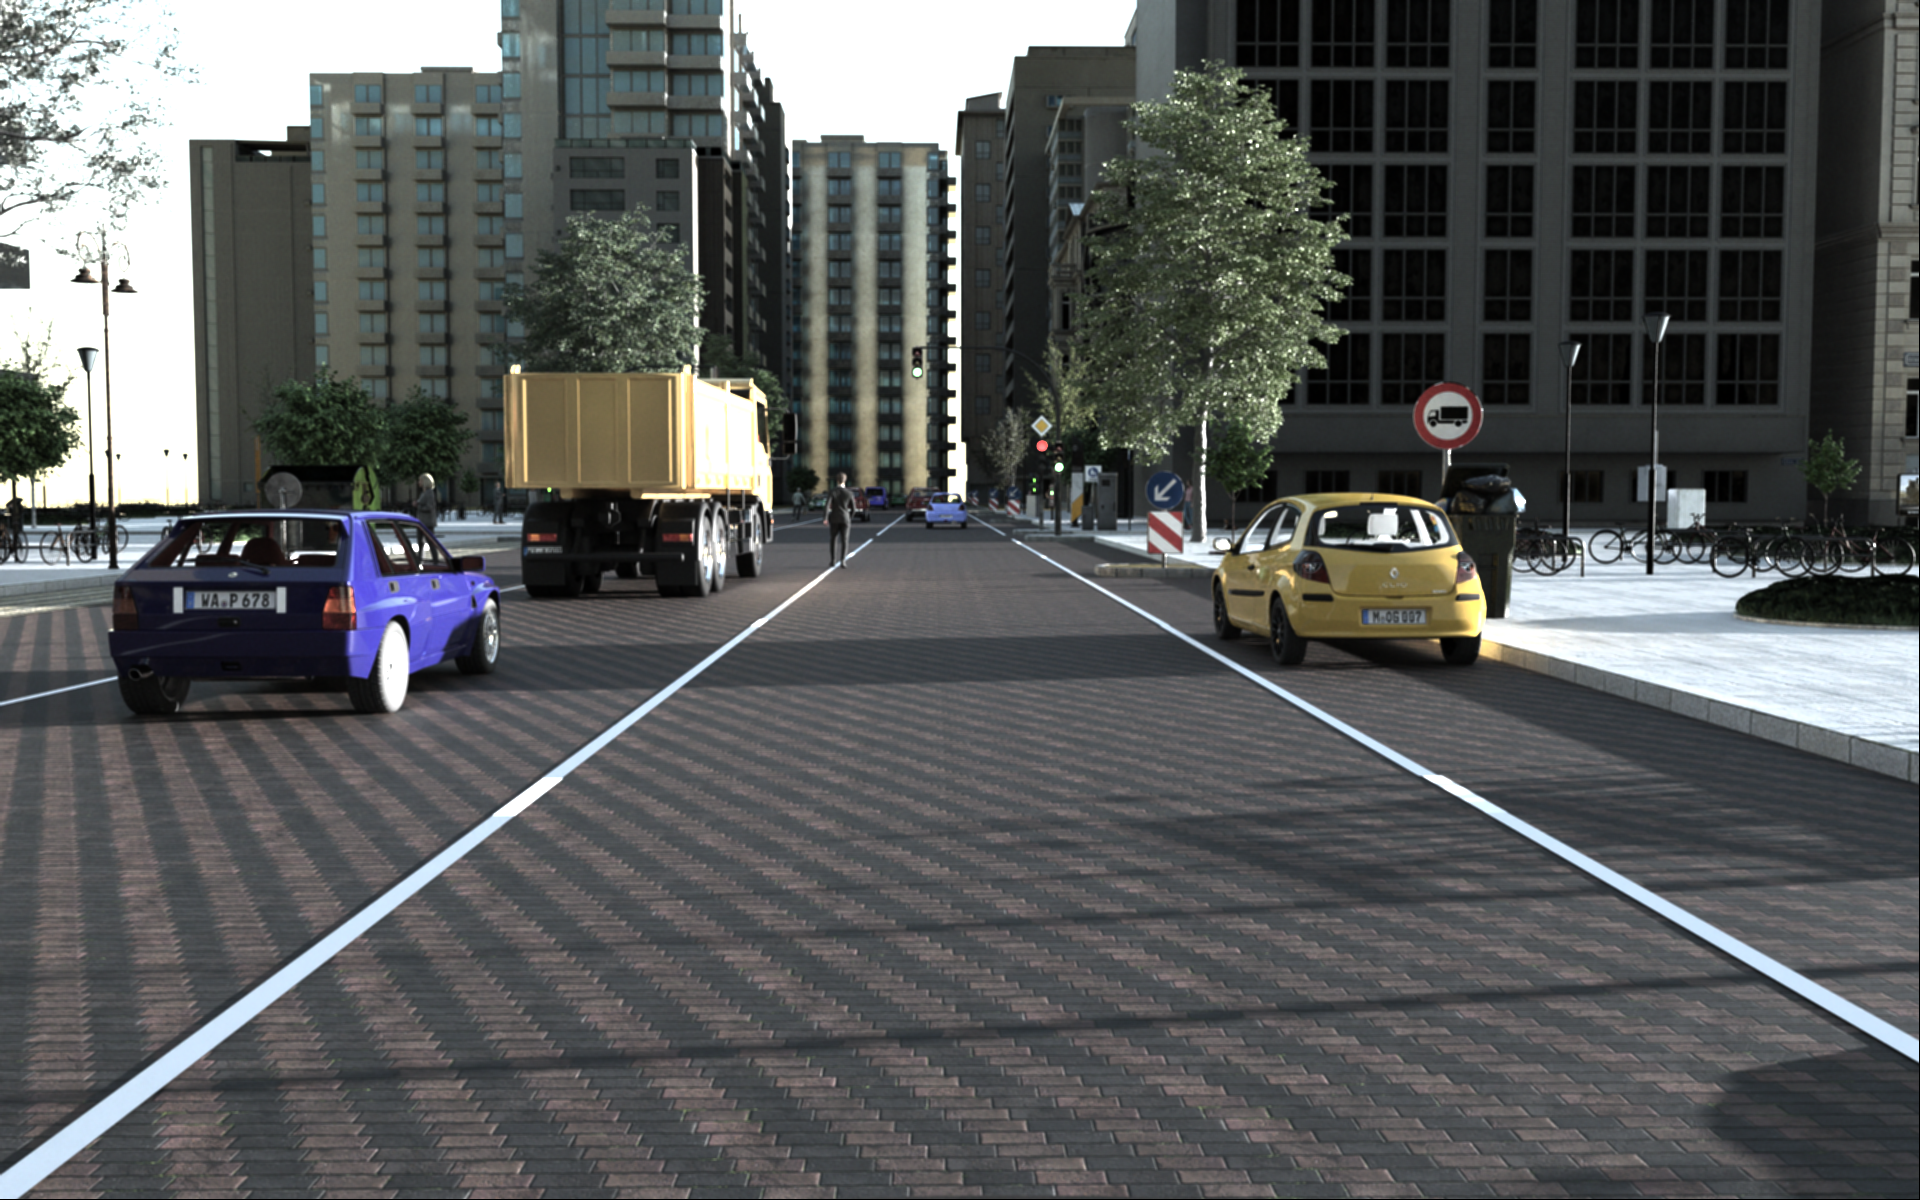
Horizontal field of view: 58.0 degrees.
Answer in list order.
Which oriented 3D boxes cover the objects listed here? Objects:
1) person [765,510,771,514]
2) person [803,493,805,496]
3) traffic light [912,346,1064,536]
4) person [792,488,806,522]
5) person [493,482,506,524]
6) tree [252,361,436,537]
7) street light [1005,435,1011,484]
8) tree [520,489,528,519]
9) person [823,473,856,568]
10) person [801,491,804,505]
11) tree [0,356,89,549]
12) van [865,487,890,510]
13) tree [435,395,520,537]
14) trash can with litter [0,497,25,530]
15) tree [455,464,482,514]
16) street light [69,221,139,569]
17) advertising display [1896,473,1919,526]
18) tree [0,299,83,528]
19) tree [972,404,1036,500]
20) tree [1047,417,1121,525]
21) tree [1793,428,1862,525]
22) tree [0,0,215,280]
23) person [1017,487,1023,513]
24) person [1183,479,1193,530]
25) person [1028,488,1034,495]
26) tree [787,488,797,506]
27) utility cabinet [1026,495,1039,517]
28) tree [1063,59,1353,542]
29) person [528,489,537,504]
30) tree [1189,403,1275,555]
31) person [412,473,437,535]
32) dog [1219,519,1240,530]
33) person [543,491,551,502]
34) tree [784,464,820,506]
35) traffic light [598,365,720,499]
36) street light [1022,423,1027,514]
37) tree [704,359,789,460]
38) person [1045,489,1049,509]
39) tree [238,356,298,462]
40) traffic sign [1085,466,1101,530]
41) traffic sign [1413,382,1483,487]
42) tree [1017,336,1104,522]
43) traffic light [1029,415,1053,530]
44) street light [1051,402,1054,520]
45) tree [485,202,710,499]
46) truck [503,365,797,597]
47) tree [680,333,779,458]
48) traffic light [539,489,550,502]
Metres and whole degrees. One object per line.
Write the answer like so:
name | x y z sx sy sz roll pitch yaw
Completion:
person | -10.457 -5.134 92.799 0.624 1.780 0.694 1 4 19
person | -17.865 -11.910 200.855 1.350 1.814 0.705 -1 4 -10
traffic light | 0.912 -4.810 53.305 4.771 5.953 1.251 0 4 -1
person | -8.384 -4.982 90.448 0.782 1.767 0.515 1 4 11
person | -19.871 -4.195 74.803 0.590 1.801 0.661 0 4 -2
tree | -15.745 -3.628 43.030 4.285 4.588 4.351 0 3 0
street light | 3.713 -9.966 135.738 0.468 5.910 1.993 0 4 -1
tree | -22.389 -6.448 89.145 4.285 4.588 4.351 0 3 0
person | -2.366 -1.559 33.763 0.659 1.850 0.755 -1 4 -10
person | -18.899 -12.366 208.363 0.705 1.807 1.348 -3 5 -40
tree | -22.596 -3.511 41.122 4.285 4.588 4.351 0 3 0
van | -7.550 -9.300 156.432 2.240 2.365 5.245 0 4 0
tree | -16.032 -4.147 51.519 4.285 4.588 4.351 0 3 0
trash can with litter | -33.151 -2.997 60.395 1.055 1.170 0.624 2 4 23
tree | -31.309 -7.064 110.099 1.663 3.219 1.824 0 3 0
street light | -14.578 -3.478 29.647 0.468 5.910 1.993 0 4 -1
advertising display | 29.805 -2.997 54.207 0.974 1.923 0.123 0 4 -3
tree | -34.977 -6.993 64.695 4.360 8.622 3.978 0 3 0
tree | 4.150 -12.046 147.311 4.360 8.622 3.978 0 3 0
tree | 5.208 -5.486 73.407 4.285 4.588 4.351 0 3 0
tree | 25.464 -3.425 50.600 1.663 3.219 1.824 0 3 0
tree | -14.785 -6.797 21.502 12.009 13.543 11.850 0 3 0
person | 4.110 -6.890 119.043 0.444 1.785 0.601 3 5 42
person | 8.204 -3.433 62.180 0.388 1.821 0.555 -3 5 -41
person | 4.614 -6.541 113.003 0.388 1.821 0.555 1 4 21
tree | -17.962 -11.855 188.424 1.663 3.219 1.824 0 3 0
utility cabinet | 4.068 -5.193 96.062 0.306 1.237 1.020 -2 4 -29
tree | 6.780 -7.806 45.755 7.486 12.596 7.792 0 3 0
person | -19.904 -4.526 80.800 0.466 1.731 0.760 -1 4 -12
tree | 5.921 -2.576 36.726 1.663 3.219 1.824 0 3 0
person | -9.537 -1.351 30.779 0.526 1.800 0.537 -2 4 -28
dog | 9.565 -2.666 61.329 0.550 0.427 0.748 -2 4 -27
person | -22.029 -5.251 92.151 0.600 1.795 0.529 -3 5 -44
tree | -17.304 -12.871 194.152 4.285 4.588 4.351 0 3 0
traffic light | -10.894 -5.296 61.263 4.771 5.953 1.251 0 4 -1
street light | 4.129 -8.438 110.752 0.468 5.910 1.993 0 4 -1
tree | -16.580 -12.634 132.317 9.928 11.665 9.643 0 3 0
person | 7.490 -8.592 147.243 0.721 1.735 1.217 1 4 12
tree | -36.118 -8.654 91.860 4.360 8.622 3.978 0 3 0
traffic sign | 4.744 -3.645 61.724 0.606 2.300 0.079 1 4 8
traffic sign | 5.541 -1.202 19.751 0.768 2.556 0.104 0 4 7
tree | 4.956 -7.907 79.644 4.737 8.622 4.395 0 3 0
traffic light | 2.875 -4.437 61.463 0.839 4.253 0.868 0 4 -1
street light | 4.553 -6.887 85.388 0.468 5.910 1.993 0 4 -1
tree | -15.637 -10.336 75.644 9.857 13.997 8.962 0 3 0
truck | -4.721 -1.947 27.750 3.469 3.379 9.791 0 4 1
tree | -16.740 -12.513 122.712 7.486 12.596 7.792 0 3 0
traffic light | -12.857 -3.932 53.211 0.839 4.253 0.868 0 4 -1
